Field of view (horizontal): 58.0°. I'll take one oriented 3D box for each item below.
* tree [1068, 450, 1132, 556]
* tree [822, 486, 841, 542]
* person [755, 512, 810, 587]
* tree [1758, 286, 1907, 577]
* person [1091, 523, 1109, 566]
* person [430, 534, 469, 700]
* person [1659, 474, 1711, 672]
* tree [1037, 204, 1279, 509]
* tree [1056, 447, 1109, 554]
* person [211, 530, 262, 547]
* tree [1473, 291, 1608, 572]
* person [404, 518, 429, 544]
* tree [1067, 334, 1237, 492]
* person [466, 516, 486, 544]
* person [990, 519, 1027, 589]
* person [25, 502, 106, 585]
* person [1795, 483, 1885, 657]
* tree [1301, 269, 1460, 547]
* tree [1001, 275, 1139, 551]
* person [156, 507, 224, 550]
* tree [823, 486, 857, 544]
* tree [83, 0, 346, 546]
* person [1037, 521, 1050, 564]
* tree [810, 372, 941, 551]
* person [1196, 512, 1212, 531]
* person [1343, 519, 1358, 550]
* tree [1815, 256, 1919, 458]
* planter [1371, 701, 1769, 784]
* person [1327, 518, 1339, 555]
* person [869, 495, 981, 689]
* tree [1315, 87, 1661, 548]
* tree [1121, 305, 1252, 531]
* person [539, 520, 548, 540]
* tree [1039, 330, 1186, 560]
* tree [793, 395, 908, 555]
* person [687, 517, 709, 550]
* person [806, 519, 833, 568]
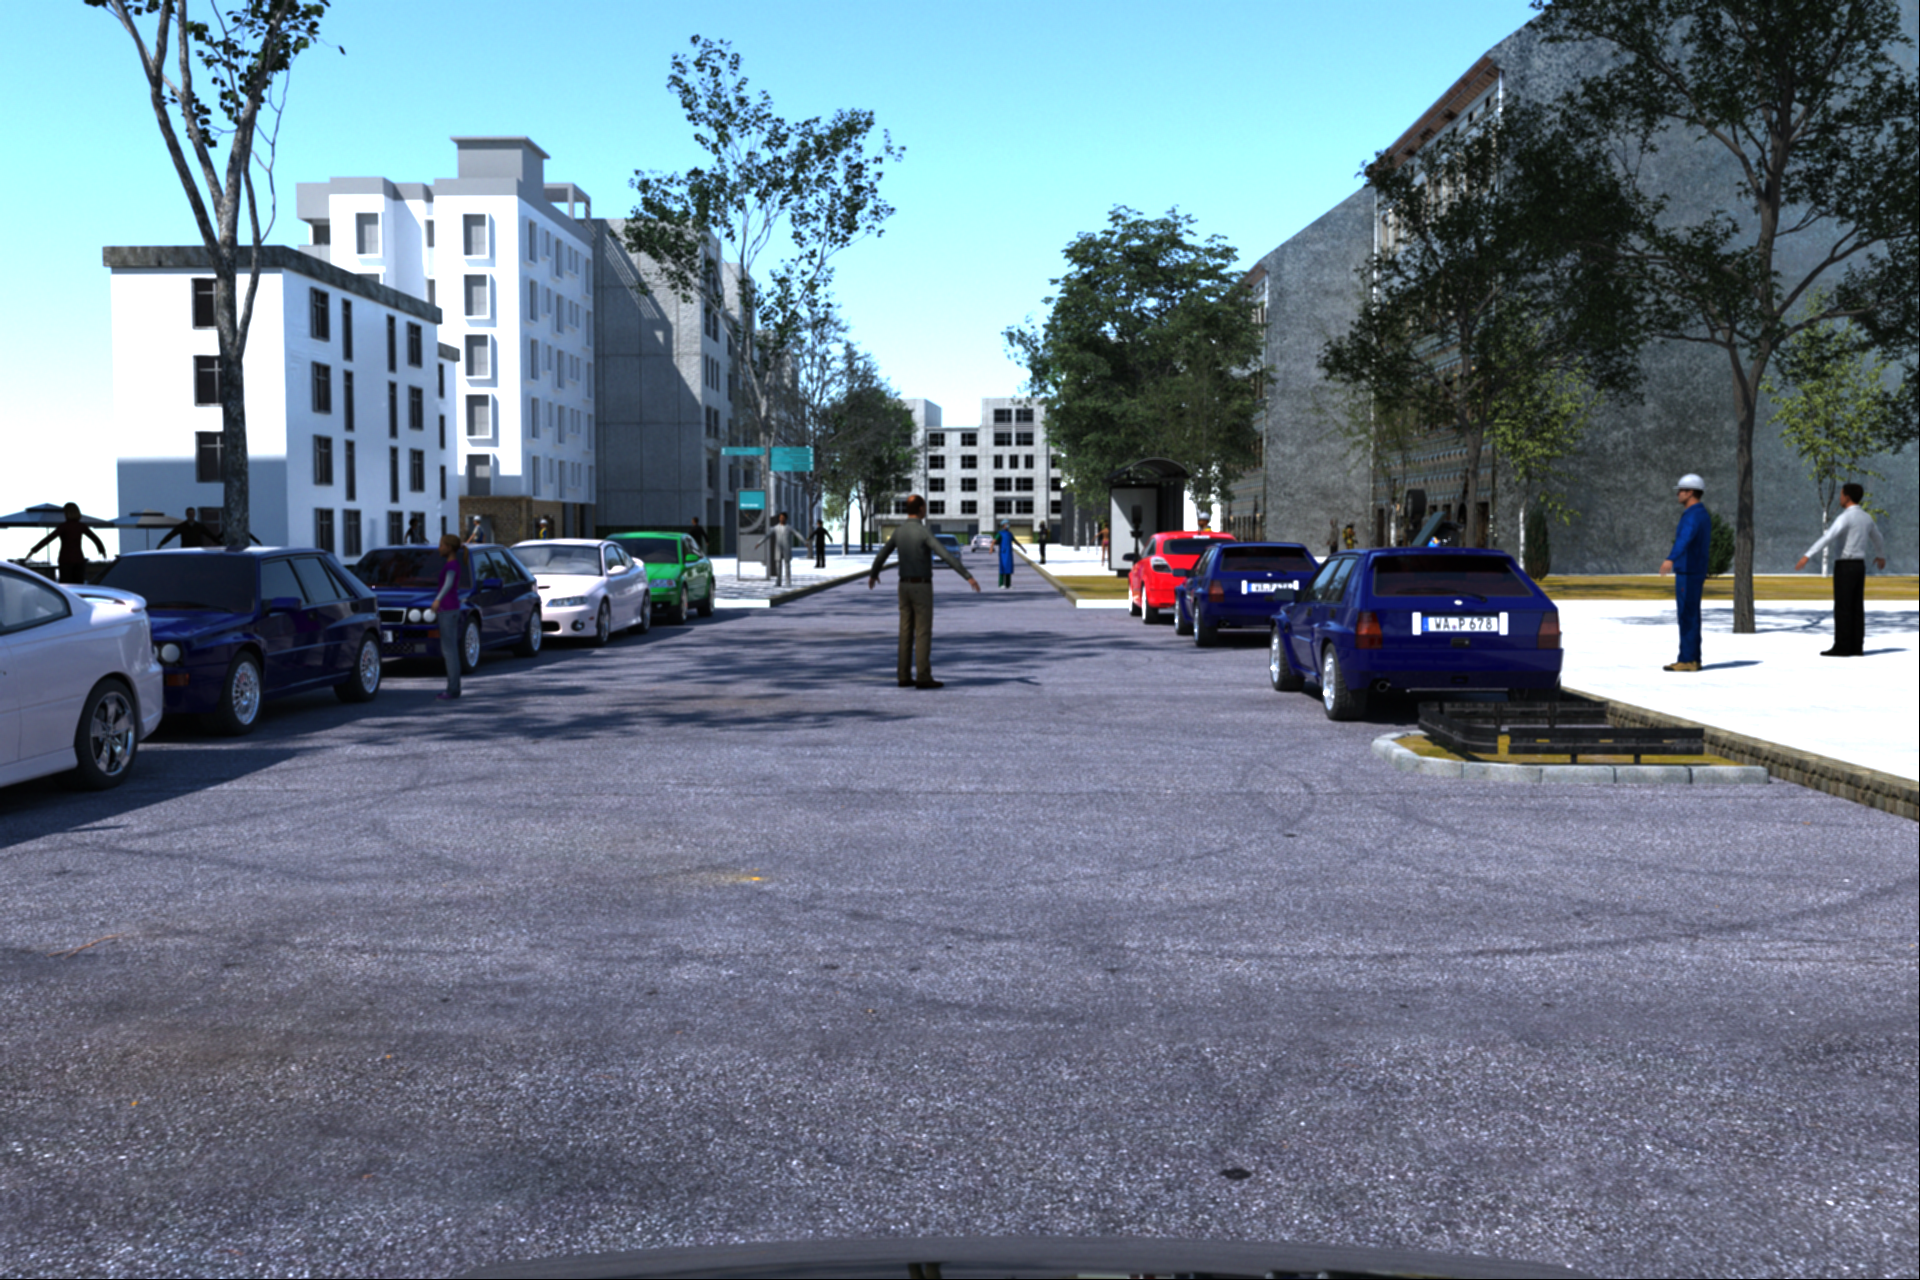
[{"bbox_3d":[7.931,-9.334,102.973,4.360,8.622,3.978,0,3,0],"label":"tree"},{"bbox_3d":[-17.369,-17.232,232.109,4.737,8.622,4.395,0,3,0],"label":"tree"},{"bbox_3d":[-4.277,-2.181,41.849,1.347,1.806,0.705,0,4,7],"label":"person"},{"bbox_3d":[25.596,-6.151,50.931,4.737,8.622,4.395,0,3,0],"label":"tree"},{"bbox_3d":[5.839,-3.812,69.126,1.217,1.733,0.721,0,4,7],"label":"person"},{"bbox_3d":[-4.500,-0.204,15.061,0.599,1.433,0.991,-1,4,-11],"label":"person"},{"bbox_3d":[6.824,-0.635,16.266,0.705,1.842,1.347,2,4,33],"label":"person"},{"bbox_3d":[7.383,-9.740,65.897,9.857,13.997,8.962,0,3,0],"label":"tree"},{"bbox_3d":[8.209,-9.857,111.522,4.737,8.622,4.395,0,3,0],"label":"tree"},{"bbox_3d":[-19.541,-2.482,46.767,1.347,1.806,0.705,-3,4,-36],"label":"person"},{"bbox_3d":[17.005,-6.211,51.909,4.737,8.622,4.395,0,3,0],"label":"tree"},{"bbox_3d":[-18.725,-3.267,59.567,0.704,1.843,1.345,1,4,19],"label":"person"},{"bbox_3d":[8.358,-8.772,77.837,8.767,10.594,7.601,0,4,6],"label":"tree"},{"bbox_3d":[-15.094,-2.954,54.156,0.705,1.847,1.347,0,4,8],"label":"person"},{"bbox_3d":[1.219,-2.256,45.474,1.347,1.817,0.704,-3,5,-44],"label":"person"},{"bbox_3d":[-12.579,-1.078,24.435,0.721,1.729,1.215,2,4,28],"label":"person"},{"bbox_3d":[9.323,-0.737,18.206,1.344,1.810,0.704,-2,4,-27],"label":"person"},{"bbox_3d":[12.054,-5.925,47.241,4.360,8.622,3.978,0,3,0],"label":"tree"},{"bbox_3d":[9.177,-16.642,127.992,12.611,20.169,13.585,0,3,0],"label":"tree"},{"bbox_3d":[-15.166,-1.716,34.202,1.346,1.812,0.704,-2,4,-30],"label":"person"},{"bbox_3d":[-15.817,-16.979,227.965,4.737,8.622,4.395,0,3,0],"label":"tree"},{"bbox_3d":[-12.911,-10.444,26.645,12.611,20.169,13.585,0,3,0],"label":"tree"},{"bbox_3d":[3.478,-4.143,73.511,0.705,1.856,1.354,0,4,-6],"label":"person"},{"bbox_3d":[-6.595,-13.374,129.039,12.009,13.543,11.850,0,3,0],"label":"tree"},{"bbox_3d":[4.498,-1.448,32.105,0.705,1.833,1.349,0,4,-5],"label":"person"},{"bbox_3d":[15.209,-3.770,67.405,0.705,1.858,1.354,0,4,-2],"label":"person"},{"bbox_3d":[25.564,-6.573,41.879,8.767,10.594,7.601,-2,4,-24],"label":"tree"},{"bbox_3d":[3.677,0.624,10.946,1.991,0.319,1.994,0,4,2],"label":"planter"},{"bbox_3d":[12.132,-3.070,56.324,0.705,1.813,1.348,0,4,3],"label":"person"},{"bbox_3d":[-0.394,-0.456,16.176,1.348,1.796,0.705,3,5,40],"label":"person"},{"bbox_3d":[10.857,-6.191,35.635,7.601,10.594,8.767,-1,4,-22],"label":"tree"},{"bbox_3d":[7.839,-6.402,55.032,4.360,8.622,3.978,0,3,0],"label":"tree"},{"bbox_3d":[-14.186,-3.194,58.682,0.721,1.772,1.216,-1,4,-17],"label":"person"},{"bbox_3d":[7.706,-9.799,85.966,9.928,11.665,9.643,0,3,0],"label":"tree"},{"bbox_3d":[-6.813,-10.639,108.354,7.601,10.594,8.767,-1,4,-16],"label":"tree"},{"bbox_3d":[-8.144,-2.876,53.245,0.704,1.802,1.346,2,4,35],"label":"person"},{"bbox_3d":[-5.294,-3.637,65.393,1.347,1.837,0.705,-3,5,-44],"label":"person"}]
